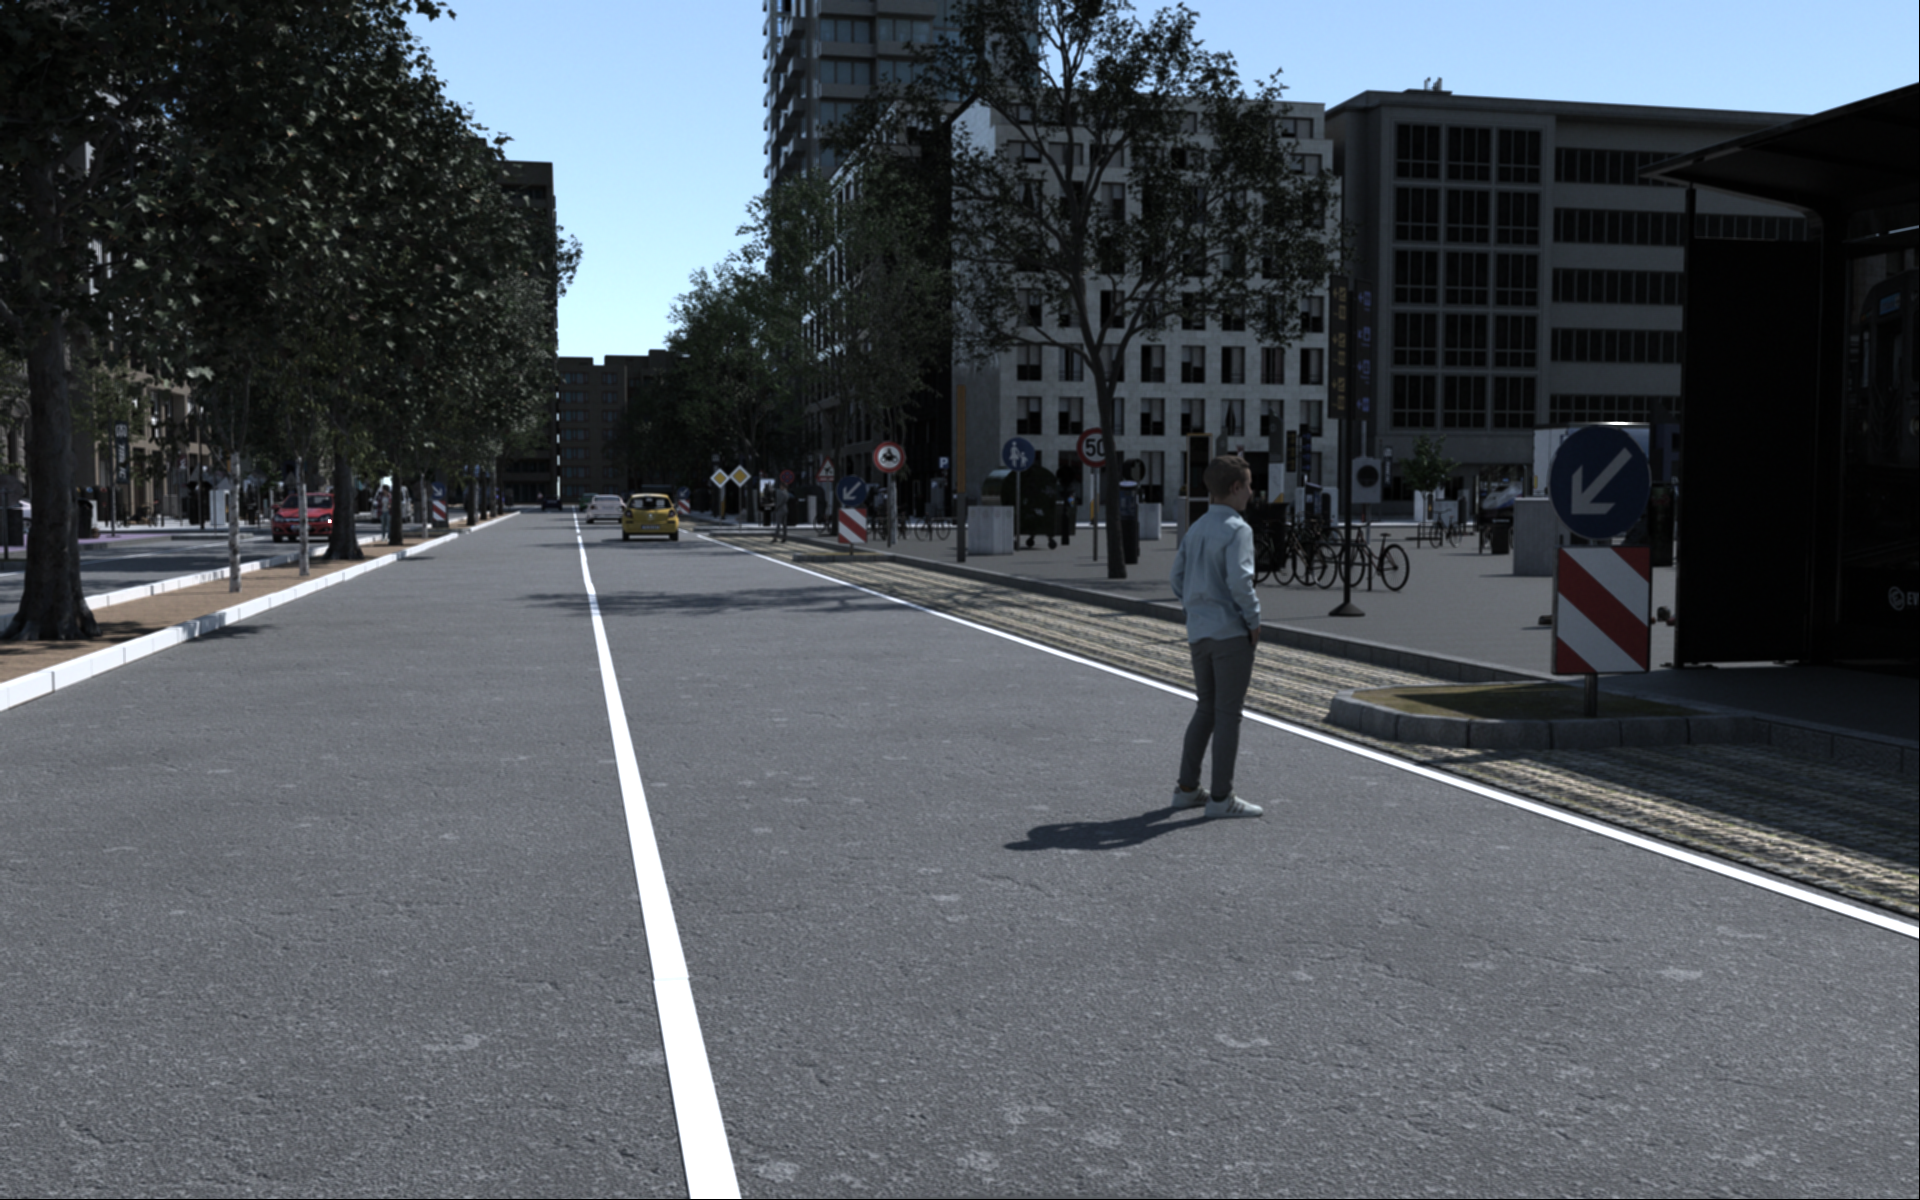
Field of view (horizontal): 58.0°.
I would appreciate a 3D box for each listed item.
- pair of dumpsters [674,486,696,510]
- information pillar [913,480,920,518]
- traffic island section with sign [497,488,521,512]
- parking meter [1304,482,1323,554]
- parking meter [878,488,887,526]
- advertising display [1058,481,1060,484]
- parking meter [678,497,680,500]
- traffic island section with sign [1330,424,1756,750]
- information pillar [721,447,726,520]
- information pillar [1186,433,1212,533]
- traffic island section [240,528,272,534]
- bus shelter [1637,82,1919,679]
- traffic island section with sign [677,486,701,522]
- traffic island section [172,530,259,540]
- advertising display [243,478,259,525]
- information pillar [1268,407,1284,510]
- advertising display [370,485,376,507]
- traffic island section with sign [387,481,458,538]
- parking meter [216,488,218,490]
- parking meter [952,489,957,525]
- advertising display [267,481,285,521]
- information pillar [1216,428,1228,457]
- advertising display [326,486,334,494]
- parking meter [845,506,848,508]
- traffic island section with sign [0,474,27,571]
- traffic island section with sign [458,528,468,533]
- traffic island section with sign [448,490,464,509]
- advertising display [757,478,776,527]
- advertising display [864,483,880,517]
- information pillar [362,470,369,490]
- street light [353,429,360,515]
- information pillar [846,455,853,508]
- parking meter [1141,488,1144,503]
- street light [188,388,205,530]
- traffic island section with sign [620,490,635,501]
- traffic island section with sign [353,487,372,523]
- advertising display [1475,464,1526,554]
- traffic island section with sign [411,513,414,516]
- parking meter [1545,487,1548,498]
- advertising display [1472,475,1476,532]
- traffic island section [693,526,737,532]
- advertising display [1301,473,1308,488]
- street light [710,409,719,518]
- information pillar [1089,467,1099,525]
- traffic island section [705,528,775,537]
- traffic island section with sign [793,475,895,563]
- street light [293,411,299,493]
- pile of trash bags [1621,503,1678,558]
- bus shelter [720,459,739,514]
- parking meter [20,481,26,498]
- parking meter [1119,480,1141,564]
[{"bbox_3d":[-21.744,-8.234,137.114,1.574,2.255,4.437,-1,4,-13],"label":"pair of dumpsters"},{"bbox_3d":[-2.331,-5.445,93.510,0.304,2.012,0.304,1,4,14],"label":"information pillar"},{"bbox_3d":[-35.745,-7.898,137.274,2.006,1.907,1.989,-1,4,-13],"label":"traffic island section with sign"},{"bbox_3d":[7.531,-1.743,36.915,0.372,1.533,0.369,0,3,0],"label":"parking meter"},{"bbox_3d":[-3.147,-3.799,70.530,0.372,1.533,0.369,0,3,0],"label":"parking meter"},{"bbox_3d":[4.473,-4.267,74.986,0.123,1.923,0.974,-1,4,-16],"label":"advertising display"},{"bbox_3d":[-21.343,-7.562,132.045,0.372,1.533,0.369,0,3,0],"label":"parking meter"},{"bbox_3d":[3.386,-0.123,10.632,1.989,1.847,2.006,-1,4,-13],"label":"traffic island section with sign"},{"bbox_3d":[-11.802,-5.810,86.354,0.183,3.616,0.504,0,4,6],"label":"information pillar"},{"bbox_3d":[2.922,-1.020,21.174,0.304,2.012,0.304,1,4,9],"label":"information pillar"},{"bbox_3d":[-25.472,-2.486,62.919,2.009,0.180,2.903,-1,4,-13],"label":"traffic island section"},{"bbox_3d":[6.389,-1.133,9.803,1.731,3.624,6.357,-1,4,-12],"label":"bus shelter"},{"bbox_3d":[-14.606,-5.014,90.614,1.989,1.847,2.006,-1,4,-13],"label":"traffic island section with sign"},{"bbox_3d":[-23.721,-2.009,55.128,2.009,0.180,2.903,-1,4,-13],"label":"traffic island section"},{"bbox_3d":[-29.121,-4.033,71.151,0.974,1.923,0.123,2,4,35],"label":"advertising display"},{"bbox_3d":[8.494,-3.379,46.606,0.183,3.616,0.504,-3,4,-37],"label":"information pillar"},{"bbox_3d":[-40.179,-6.935,118.607,0.123,1.923,0.974,-3,4,-36],"label":"advertising display"},{"bbox_3d":[-17.637,-2.972,56.732,2.006,1.907,1.989,-1,4,-13],"label":"traffic island section with sign"},{"bbox_3d":[-31.676,-4.027,74.257,0.372,1.533,0.369,0,3,0],"label":"parking meter"},{"bbox_3d":[-0.150,-3.827,70.990,0.372,1.533,0.369,0,3,0],"label":"parking meter"},{"bbox_3d":[-32.727,-4.751,82.889,0.123,1.923,0.974,2,4,25],"label":"advertising display"},{"bbox_3d":[9.289,-4.289,61.472,0.183,3.616,0.504,-3,5,-43],"label":"information pillar"},{"bbox_3d":[-48.300,-7.833,133.281,0.974,1.923,0.123,0,4,-3],"label":"advertising display"},{"bbox_3d":[-5.926,-4.933,89.059,0.372,1.533,0.369,0,3,0],"label":"parking meter"},{"bbox_3d":[-18.485,-1.510,33.319,1.989,1.847,2.006,-1,4,-13],"label":"traffic island section with sign"},{"bbox_3d":[-19.253,-3.414,63.961,2.006,1.907,1.989,-1,4,-13],"label":"traffic island section with sign"},{"bbox_3d":[-47.481,-9.398,162.281,1.989,1.847,2.006,-1,4,-13],"label":"traffic island section with sign"},{"bbox_3d":[-7.662,-3.881,68.662,0.123,1.923,0.974,3,4,36],"label":"advertising display"},{"bbox_3d":[-4.982,-5.683,98.132,0.974,1.923,0.123,-2,4,-31],"label":"advertising display"},{"bbox_3d":[-45.601,-8.658,132.917,0.504,3.616,0.183,0,4,-3],"label":"information pillar"},{"bbox_3d":[-37.704,-8.291,108.341,0.468,5.910,1.993,-1,4,-13],"label":"street light"},{"bbox_3d":[-6.627,-6.899,104.155,0.504,3.616,0.183,-3,5,-40],"label":"information pillar"},{"bbox_3d":[7.265,-3.771,70.073,0.372,1.533,0.369,0,3,0],"label":"parking meter"},{"bbox_3d":[-27.454,-5.493,62.592,0.468,5.910,1.993,-1,4,-13],"label":"street light"},{"bbox_3d":[-31.667,-9.656,166.508,1.989,1.847,2.006,-1,4,-13],"label":"traffic island section with sign"},{"bbox_3d":[-30.563,-4.793,86.996,1.989,1.847,2.006,-1,4,-13],"label":"traffic island section with sign"},{"bbox_3d":[11.609,-1.952,37.127,0.974,1.923,0.123,2,4,32],"label":"advertising display"},{"bbox_3d":[-36.480,-6.402,113.296,1.989,1.847,2.006,-1,4,-13],"label":"traffic island section with sign"},{"bbox_3d":[15.214,-2.209,44.534,0.372,1.533,0.369,0,3,0],"label":"parking meter"},{"bbox_3d":[17.617,-3.271,58.700,0.123,1.923,0.974,3,5,39],"label":"advertising display"},{"bbox_3d":[-9.185,-2.708,66.562,2.009,0.180,2.903,-1,4,-13],"label":"traffic island section"},{"bbox_3d":[10.676,-2.969,53.756,0.123,1.923,0.974,1,4,17],"label":"advertising display"},{"bbox_3d":[-13.241,-7.388,93.582,0.468,5.910,1.993,-1,4,-13],"label":"street light"},{"bbox_3d":[5.509,-4.868,70.946,0.183,3.616,0.504,-2,4,-28],"label":"information pillar"},{"bbox_3d":[-7.433,-2.232,58.771,2.009,0.180,2.903,-1,4,-13],"label":"traffic island section"},{"bbox_3d":[-2.529,-1.731,36.932,1.989,1.847,2.006,-1,4,-13],"label":"traffic island section with sign"},{"bbox_3d":[-32.707,-6.890,85.438,0.468,5.910,1.993,-1,4,-13],"label":"street light"},{"bbox_3d":[13.852,-1.443,33.344,1.912,1.369,3.447,2,4,31],"label":"pile of trash bags"},{"bbox_3d":[-14.891,-7.413,112.481,1.731,3.624,6.357,-1,4,-13],"label":"bus shelter"},{"bbox_3d":[-41.372,-4.316,76.284,0.399,1.863,0.255,1,4,18],"label":"parking meter"},{"bbox_3d":[3.081,-1.430,31.793,0.372,1.533,0.369,0,3,0],"label":"parking meter"}]
